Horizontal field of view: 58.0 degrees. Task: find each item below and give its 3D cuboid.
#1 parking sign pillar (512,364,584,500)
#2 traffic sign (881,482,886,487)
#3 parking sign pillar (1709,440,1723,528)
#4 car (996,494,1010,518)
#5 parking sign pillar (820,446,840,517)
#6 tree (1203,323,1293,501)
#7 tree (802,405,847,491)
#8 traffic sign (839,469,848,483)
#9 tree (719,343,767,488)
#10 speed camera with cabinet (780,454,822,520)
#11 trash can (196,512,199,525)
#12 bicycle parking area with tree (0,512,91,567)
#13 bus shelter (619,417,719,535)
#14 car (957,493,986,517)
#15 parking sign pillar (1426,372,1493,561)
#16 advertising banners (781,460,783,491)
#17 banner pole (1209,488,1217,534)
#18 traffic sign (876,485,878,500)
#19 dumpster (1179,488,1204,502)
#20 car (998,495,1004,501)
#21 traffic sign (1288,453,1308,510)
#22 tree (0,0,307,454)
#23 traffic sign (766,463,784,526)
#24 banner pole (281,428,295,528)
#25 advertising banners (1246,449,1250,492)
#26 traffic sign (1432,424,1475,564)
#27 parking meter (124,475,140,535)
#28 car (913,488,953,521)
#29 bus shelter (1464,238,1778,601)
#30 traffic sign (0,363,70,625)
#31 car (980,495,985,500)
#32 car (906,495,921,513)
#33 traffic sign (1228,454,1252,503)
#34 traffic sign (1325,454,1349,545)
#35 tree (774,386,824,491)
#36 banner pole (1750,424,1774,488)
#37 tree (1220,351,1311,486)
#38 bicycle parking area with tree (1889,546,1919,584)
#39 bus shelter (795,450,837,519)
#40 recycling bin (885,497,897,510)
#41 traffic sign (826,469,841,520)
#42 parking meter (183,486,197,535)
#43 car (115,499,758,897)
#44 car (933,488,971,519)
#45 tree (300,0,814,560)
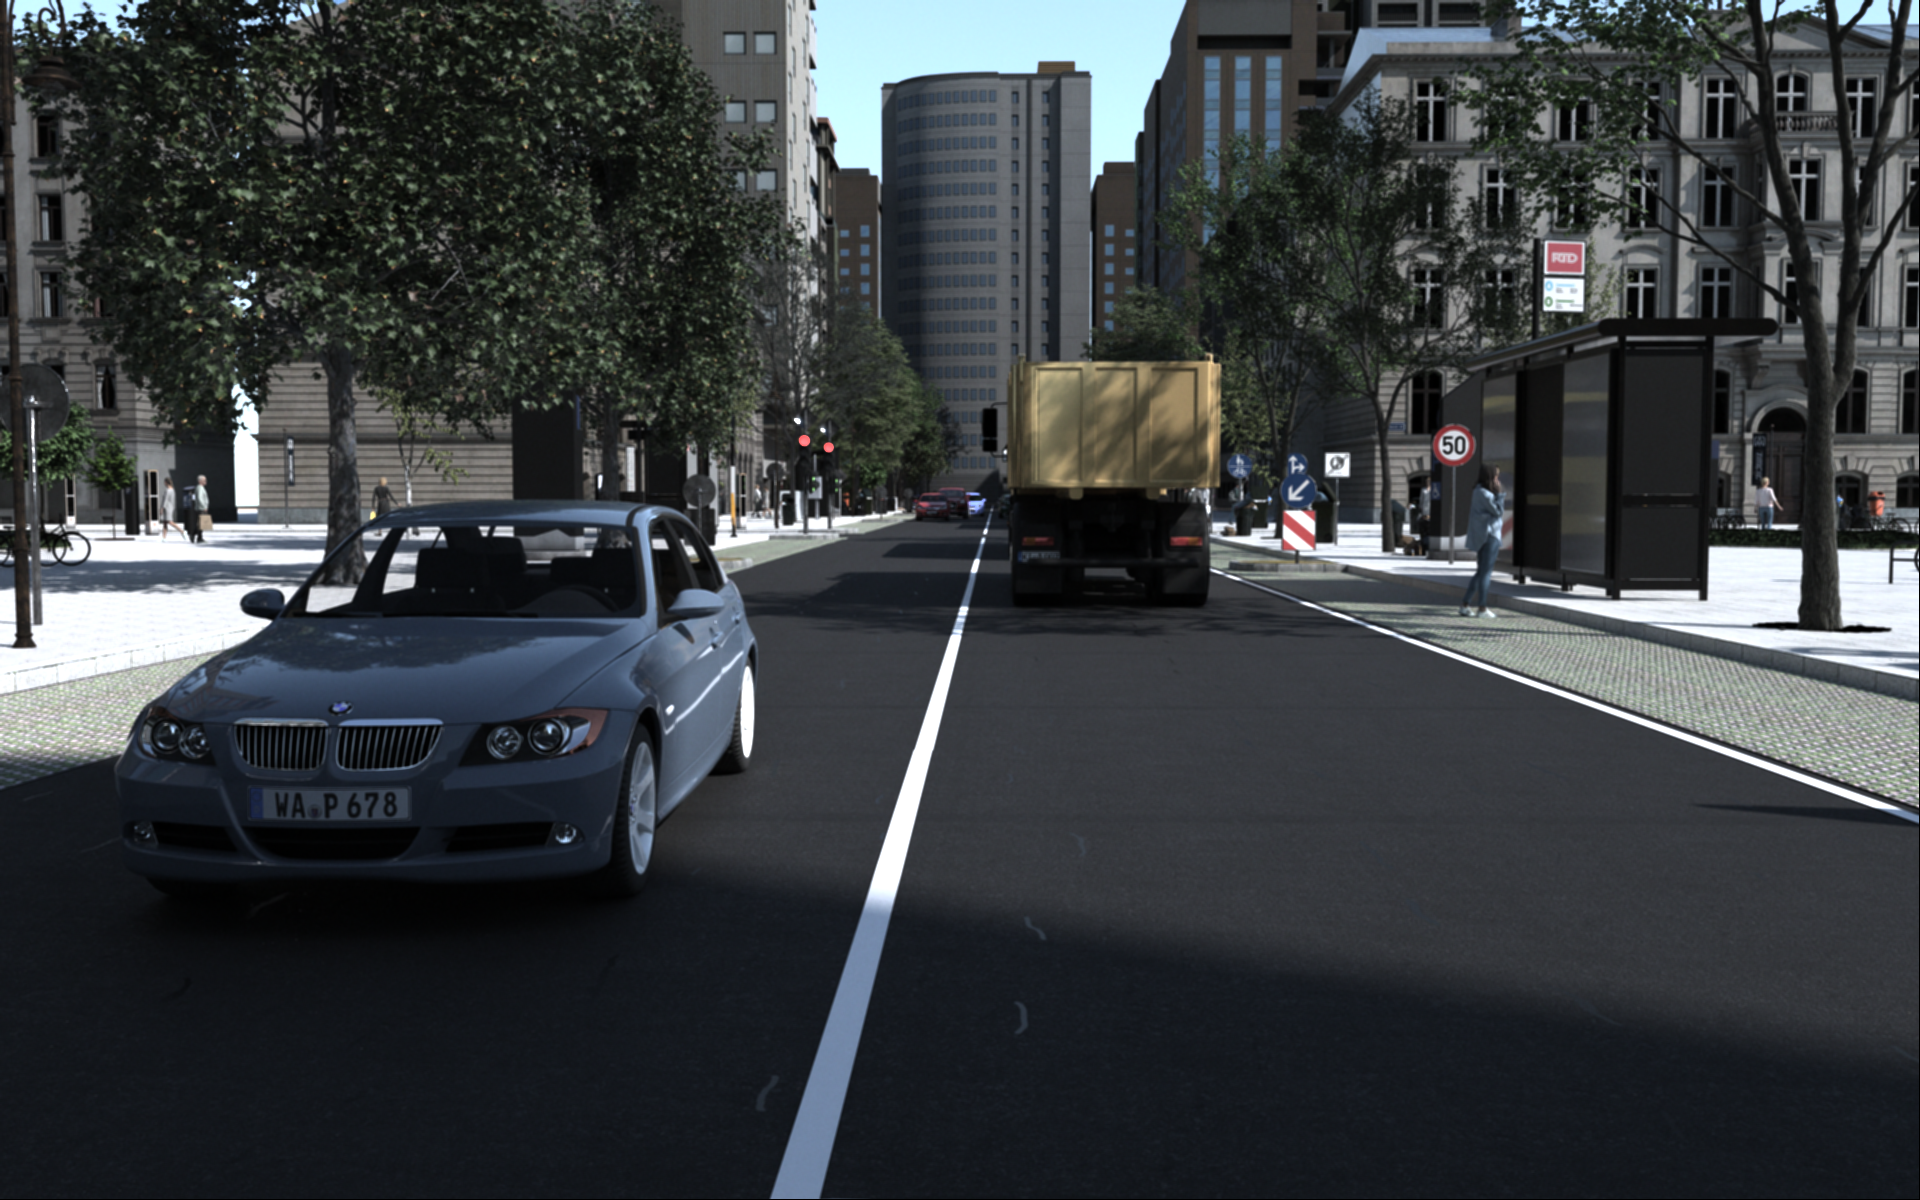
[{"bbox_3d":[-8.046,-2.773,33.804,1.447,3.967,1.447,1,4,11],"label":"parking sign pillar"},{"bbox_3d":[-6.126,-8.207,134.291,0.768,2.556,0.104,0,4,3],"label":"traffic sign"},{"bbox_3d":[26.953,-4.537,62.649,1.447,3.967,1.447,0,4,1],"label":"parking sign pillar"},{"bbox_3d":[3.224,-5.587,103.139,2.131,1.459,4.920,0,4,2],"label":"car"},{"bbox_3d":[-7.497,-6.707,98.129,1.447,3.967,1.447,0,3,0],"label":"parking sign pillar"},{"bbox_3d":[12.145,-7.578,74.270,4.737,8.622,4.395,0,3,0],"label":"tree"},{"bbox_3d":[-10.512,-11.197,133.427,4.737,8.622,4.395,0,3,0],"label":"tree"},{"bbox_3d":[-6.156,-5.446,88.770,0.795,2.593,0.064,0,4,2],"label":"traffic sign"},{"bbox_3d":[-9.693,-7.148,67.240,4.737,8.622,4.395,0,3,0],"label":"tree"},{"bbox_3d":[-7.930,-5.617,86.179,2.038,3.252,0.660,1,4,8],"label":"speed camera with cabinet"},{"bbox_3d":[-29.064,-3.306,65.713,0.748,1.137,0.748,0,3,0],"label":"trash can"},{"bbox_3d":[-20.587,-2.609,29.667,9.016,4.147,8.231,-3,5,-43],"label":"bicycle parking area with tree"},{"bbox_3d":[-8.606,-4.462,50.578,2.179,5.291,8.768,0,4,1],"label":"bus shelter"},{"bbox_3d":[0.713,-6.227,111.410,1.945,1.707,3.694,0,4,2],"label":"car"},{"bbox_3d":[9.817,-2.761,33.619,1.447,3.967,1.447,-1,4,-16],"label":"parking sign pillar"},{"bbox_3d":[-9.081,-5.683,89.109,0.090,3.025,2.074,0,4,1],"label":"advertising banners"},{"bbox_3d":[8.121,-4.007,55.531,0.401,3.779,0.863,0,4,-6],"label":"banner pole"},{"bbox_3d":[-5.729,-7.275,119.057,0.768,2.556,0.104,0,4,7],"label":"traffic sign"},{"bbox_3d":[10.556,-4.442,78.390,1.264,1.857,1.865,0,4,1],"label":"dumpster"},{"bbox_3d":[4.920,-10.079,177.150,2.083,1.381,4.827,0,4,1],"label":"car"},{"bbox_3d":[10.327,-3.264,53.468,0.768,2.556,0.104,0,4,3],"label":"traffic sign"},{"bbox_3d":[-8.849,-6.576,24.521,9.611,12.733,9.660,0,3,0],"label":"tree"},{"bbox_3d":[-7.477,-4.274,69.993,0.768,2.556,0.104,1,4,11],"label":"traffic sign"},{"bbox_3d":[-25.430,-4.626,65.647,0.401,3.779,0.863,0,4,8],"label":"banner pole"},{"bbox_3d":[11.178,-4.303,66.539,0.090,3.025,2.074,0,4,-1],"label":"advertising banners"},{"bbox_3d":[9.007,-1.931,31.676,0.768,2.556,0.104,0,4,3],"label":"traffic sign"},{"bbox_3d":[-25.874,-2.960,54.100,0.399,1.863,0.255,2,4,24],"label":"parking meter"},{"bbox_3d":[-1.430,-5.159,93.386,2.155,1.783,4.494,0,4,1],"label":"car"},{"bbox_3d":[8.762,-2.893,24.938,2.179,5.291,8.768,0,4,1],"label":"bus shelter"},{"bbox_3d":[-9.040,-1.027,16.901,0.768,2.556,0.104,1,4,8],"label":"traffic sign"},{"bbox_3d":[1.680,-10.592,185.189,2.014,1.417,4.499,0,4,2],"label":"car"},{"bbox_3d":[-3.199,-7.367,133.038,1.945,1.354,3.894,0,4,3],"label":"car"},{"bbox_3d":[8.816,-3.334,54.611,0.768,2.556,0.104,0,4,6],"label":"traffic sign"},{"bbox_3d":[9.422,-2.520,43.339,0.606,2.300,0.079,1,4,9],"label":"traffic sign"},{"bbox_3d":[-10.555,-10.076,115.100,4.360,8.622,3.978,0,3,0],"label":"tree"},{"bbox_3d":[28.951,-4.427,62.403,0.863,3.779,0.401,2,4,34],"label":"banner pole"},{"bbox_3d":[15.185,-8.323,86.438,4.360,8.622,3.978,0,3,0],"label":"tree"},{"bbox_3d":[18.047,-2.297,24.556,8.231,4.147,9.016,-2,4,-27],"label":"bicycle parking area with tree"},{"bbox_3d":[-7.783,-6.275,93.881,1.731,3.624,6.357,0,4,1],"label":"bus shelter"},{"bbox_3d":[-5.366,-7.526,135.605,0.722,1.027,0.722,2,4,28],"label":"recycling bin"},{"bbox_3d":[-6.291,-5.262,86.146,0.768,2.556,0.104,0,4,7],"label":"traffic sign"},{"bbox_3d":[-24.206,-2.815,54.442,0.372,1.533,0.369,0,3,0],"label":"parking meter"},{"bbox_3d":[-1.971,0.264,7.694,2.014,1.417,4.499,0,4,1],"label":"car"},{"bbox_3d":[-0.493,-5.714,102.097,2.281,1.827,5.304,0,4,2],"label":"car"},{"bbox_3d":[-8.069,-7.498,39.603,9.611,12.733,9.660,0,3,0],"label":"tree"}]
